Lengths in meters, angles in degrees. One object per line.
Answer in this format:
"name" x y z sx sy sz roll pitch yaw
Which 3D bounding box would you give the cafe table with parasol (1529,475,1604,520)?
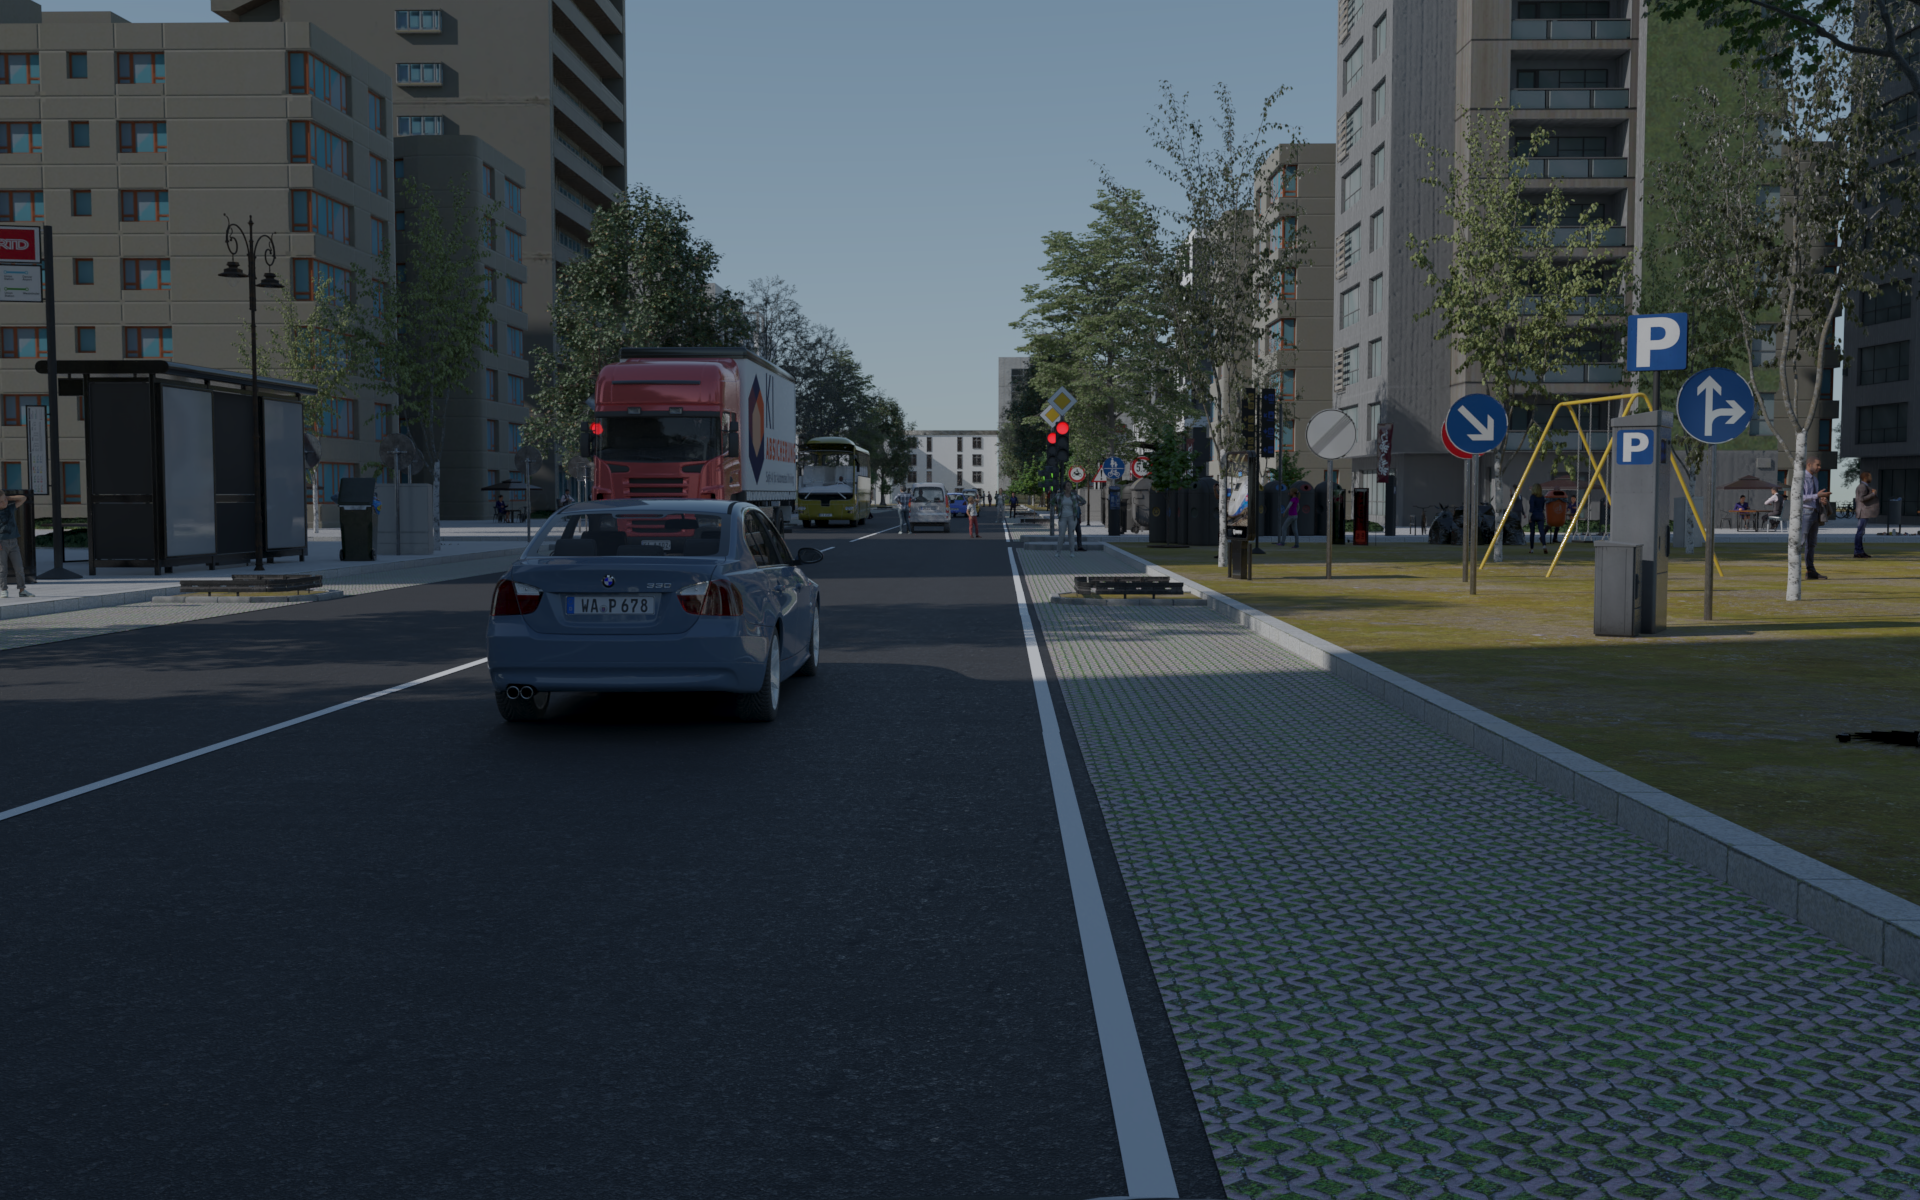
"cafe table with parasol" 21.768 -3.503 62.141 2.610 1.966 2.610 1 4 15

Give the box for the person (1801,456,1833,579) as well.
"person" 12.710 -1.211 25.715 0.709 1.838 0.599 -2 4 -35

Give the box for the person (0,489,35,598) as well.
"person" -11.770 -0.704 21.463 0.340 1.345 0.435 2 4 32

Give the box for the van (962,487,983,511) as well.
"van" 0.895 -8.563 147.016 2.013 2.044 4.112 0 4 2

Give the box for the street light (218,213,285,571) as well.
"street light" -11.744 -3.429 28.852 0.468 5.910 1.993 0 4 1

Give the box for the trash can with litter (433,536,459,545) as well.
"trash can with litter" -13.769 -2.032 44.275 1.678 1.210 2.233 -1 4 -22

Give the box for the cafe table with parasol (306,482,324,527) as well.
"cafe table with parasol" -24.398 -3.533 62.625 2.610 1.966 2.610 0 4 -7

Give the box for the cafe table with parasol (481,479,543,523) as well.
"cafe table with parasol" -19.842 -4.395 76.719 2.610 1.966 2.610 0 4 2

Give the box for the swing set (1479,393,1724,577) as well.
"swing set" 10.388 -1.879 28.338 2.862 2.851 3.119 0 4 -4

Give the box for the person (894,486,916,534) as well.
"person" -2.012 -3.248 62.325 0.841 1.734 0.376 -1 4 -19

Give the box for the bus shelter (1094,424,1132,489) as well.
"bus shelter" 8.422 -7.289 96.804 2.179 5.291 8.768 0 4 1

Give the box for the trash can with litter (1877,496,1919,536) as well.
"trash can with litter" 29.303 -2.602 53.608 2.233 1.210 1.678 -1 4 -21

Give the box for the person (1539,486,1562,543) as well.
"person" 15.574 -2.242 45.392 0.574 1.496 0.600 0 4 -5

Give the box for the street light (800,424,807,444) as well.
"street light" -9.999 -8.451 110.958 0.468 5.910 1.993 0 4 1

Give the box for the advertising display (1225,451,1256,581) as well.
"advertising display" 4.222 -1.276 26.083 0.123 1.923 0.974 -1 4 -11

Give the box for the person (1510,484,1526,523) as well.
"person" 16.307 -2.531 50.688 0.445 1.727 0.742 2 4 25

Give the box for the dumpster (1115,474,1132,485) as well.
"dumpster" 8.211 -5.075 85.472 1.502 2.255 1.985 0 4 1

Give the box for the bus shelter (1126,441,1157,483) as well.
"bus shelter" 8.620 -5.382 79.274 1.731 3.624 6.357 0 4 1

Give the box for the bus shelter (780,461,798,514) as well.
"bus shelter" -11.404 -8.232 112.224 2.179 5.291 8.768 0 4 1

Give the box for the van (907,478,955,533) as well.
"van" -1.195 -3.599 65.850 2.013 2.044 4.112 0 4 -1

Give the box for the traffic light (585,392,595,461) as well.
"traffic light" -9.385 -3.447 45.282 0.839 4.253 0.868 0 4 1

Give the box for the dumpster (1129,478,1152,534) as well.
"dumpster" 6.215 -3.103 56.491 1.264 1.857 1.865 0 4 1

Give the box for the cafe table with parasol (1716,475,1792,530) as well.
"cafe table with parasol" 28.276 -3.503 62.136 2.610 1.966 2.610 -1 4 -18

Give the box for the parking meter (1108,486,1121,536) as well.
"parking meter" 4.739 -2.736 53.140 0.372 1.533 0.369 0 3 0

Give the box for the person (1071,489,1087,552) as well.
"person" 2.862 -1.973 42.975 0.499 1.552 0.429 -1 4 -16

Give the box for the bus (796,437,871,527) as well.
"bus" -5.606 -5.286 77.977 2.896 3.916 12.252 0 3 0

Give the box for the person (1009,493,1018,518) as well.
"person" 3.057 -5.529 101.598 0.574 1.496 0.600 3 4 37

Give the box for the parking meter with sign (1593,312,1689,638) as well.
"parking meter with sign" 6.321 -1.216 16.139 0.543 3.016 1.738 2 4 32

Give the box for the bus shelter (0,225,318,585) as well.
"bus shelter" -13.360 -3.115 28.559 2.179 5.291 8.768 0 4 1

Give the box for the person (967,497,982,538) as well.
"person" 0.471 -2.718 56.843 0.340 1.345 0.435 3 5 41

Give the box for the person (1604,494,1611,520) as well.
"person" 16.243 -2.115 42.829 0.614 1.554 0.590 1 4 20

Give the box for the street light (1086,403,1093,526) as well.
"street light" 5.233 -5.970 70.397 0.468 5.910 1.993 0 4 1

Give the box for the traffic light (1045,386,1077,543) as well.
"traffic light" 2.634 -3.432 45.037 0.839 4.253 0.868 0 4 1

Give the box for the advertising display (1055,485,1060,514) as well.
"advertising display" 6.211 -6.383 109.571 0.123 1.923 0.974 2 4 35

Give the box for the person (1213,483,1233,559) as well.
"person" 5.311 -1.645 34.406 0.566 1.644 0.517 1 4 10

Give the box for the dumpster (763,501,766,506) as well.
"dumpster" -11.694 -6.102 105.522 1.264 1.857 1.865 0 4 1

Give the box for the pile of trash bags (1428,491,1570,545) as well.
"pile of trash bags" 13.798 -2.100 44.093 3.447 1.369 1.912 0 4 -5

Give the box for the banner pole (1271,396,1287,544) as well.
"banner pole" 8.244 -3.332 44.494 0.401 3.779 0.863 1 4 15

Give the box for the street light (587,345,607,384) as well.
"street light" -11.151 -4.951 53.729 0.468 5.910 1.993 0 4 1

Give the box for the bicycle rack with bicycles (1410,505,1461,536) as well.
"bicycle rack with bicycles" 15.276 -2.512 54.458 2.852 0.926 2.925 1 4 11

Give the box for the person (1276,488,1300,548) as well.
"person" 7.732 -1.938 40.972 0.776 1.435 0.726 2 4 33

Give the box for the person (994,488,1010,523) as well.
"person" 2.037 -4.704 86.139 0.841 1.734 0.376 2 4 25

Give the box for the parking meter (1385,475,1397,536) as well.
"parking meter" 13.165 -2.889 52.942 0.255 1.863 0.399 2 4 30

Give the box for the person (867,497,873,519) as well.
"person" -5.282 -5.370 98.991 0.600 1.496 0.574 1 4 9

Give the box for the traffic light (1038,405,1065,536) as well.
"traffic light" 2.808 -3.920 53.020 0.839 4.253 0.868 0 4 1

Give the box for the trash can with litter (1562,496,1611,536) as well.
"trash can with litter" 19.588 -2.594 53.470 2.233 1.210 1.678 0 4 -4

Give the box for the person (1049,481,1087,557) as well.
"person" 2.424 -1.829 39.126 0.841 1.734 0.376 1 4 9
